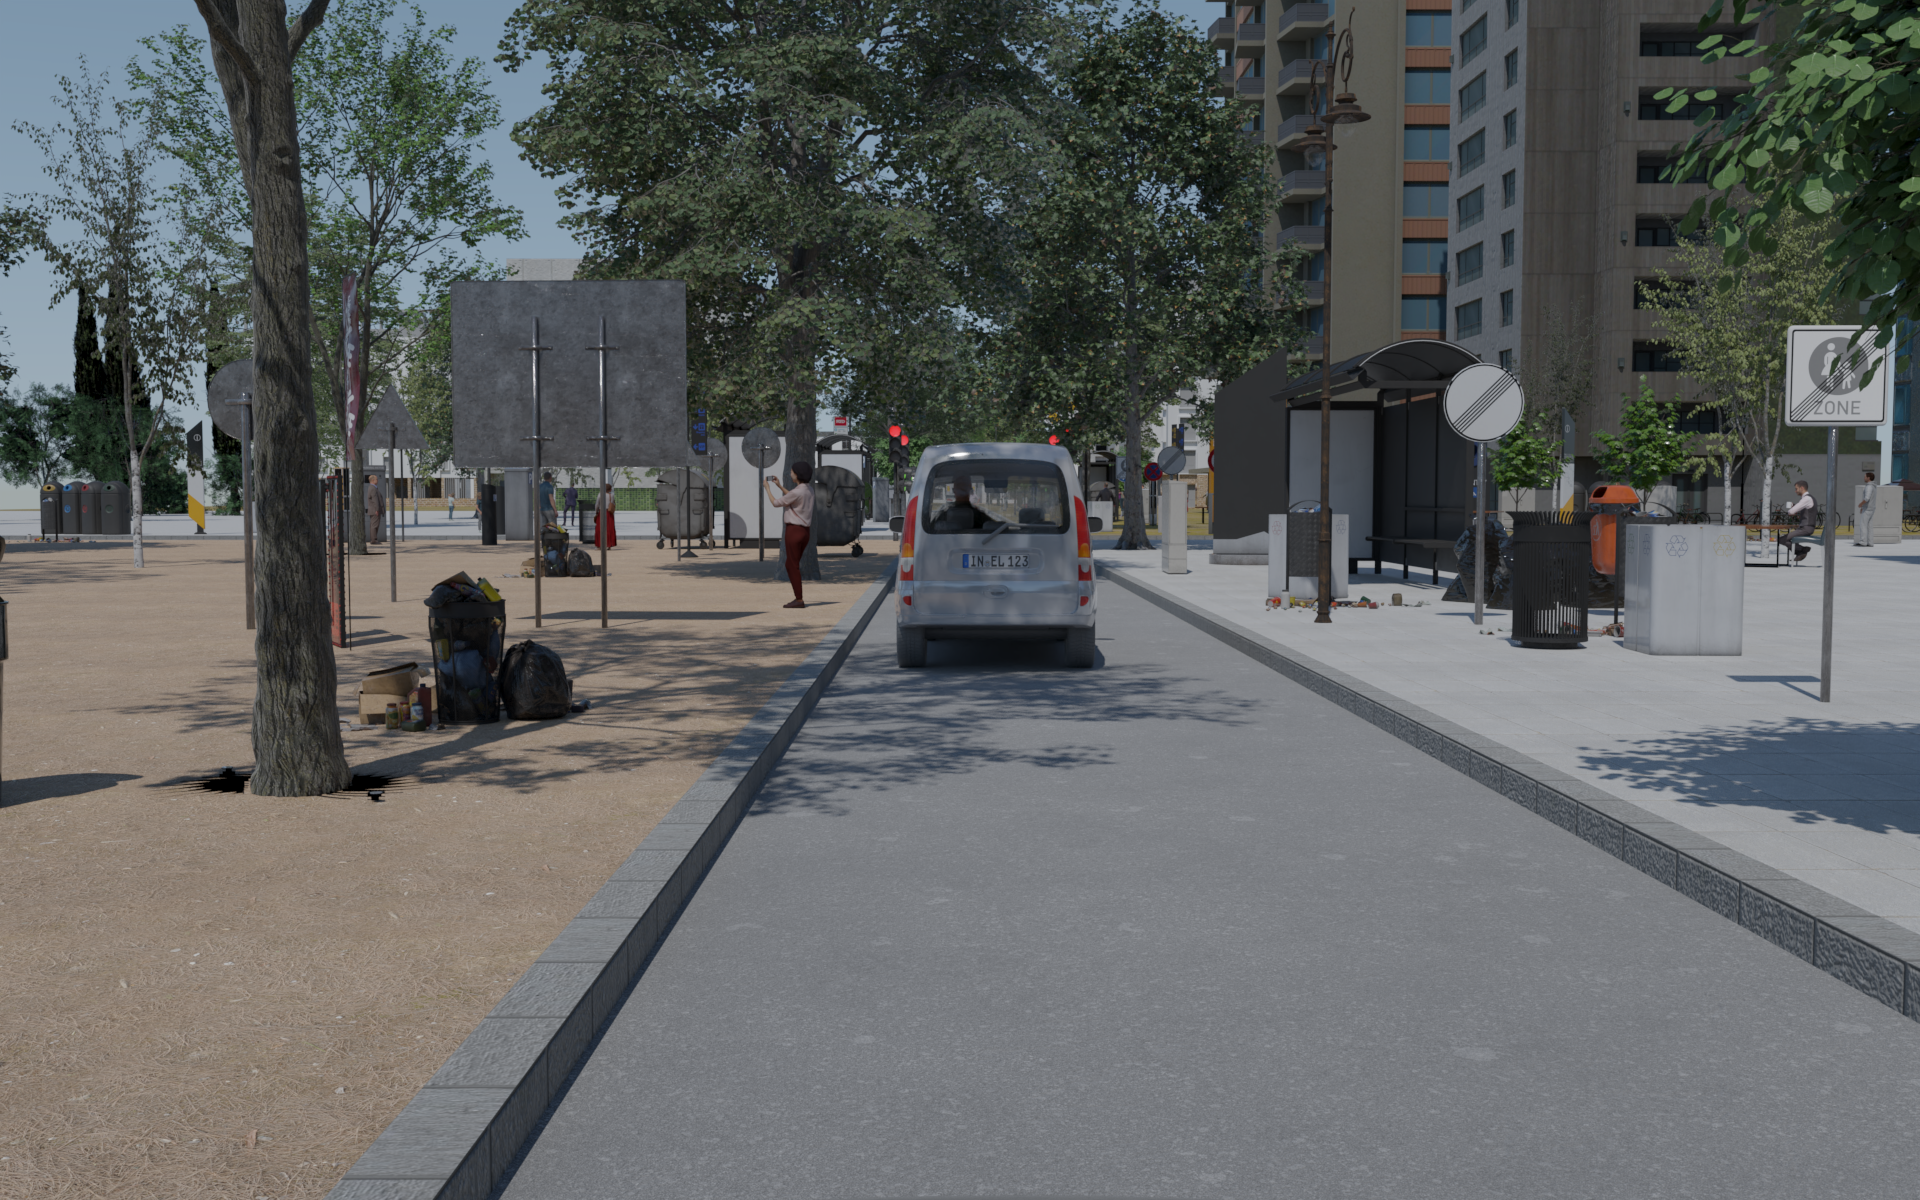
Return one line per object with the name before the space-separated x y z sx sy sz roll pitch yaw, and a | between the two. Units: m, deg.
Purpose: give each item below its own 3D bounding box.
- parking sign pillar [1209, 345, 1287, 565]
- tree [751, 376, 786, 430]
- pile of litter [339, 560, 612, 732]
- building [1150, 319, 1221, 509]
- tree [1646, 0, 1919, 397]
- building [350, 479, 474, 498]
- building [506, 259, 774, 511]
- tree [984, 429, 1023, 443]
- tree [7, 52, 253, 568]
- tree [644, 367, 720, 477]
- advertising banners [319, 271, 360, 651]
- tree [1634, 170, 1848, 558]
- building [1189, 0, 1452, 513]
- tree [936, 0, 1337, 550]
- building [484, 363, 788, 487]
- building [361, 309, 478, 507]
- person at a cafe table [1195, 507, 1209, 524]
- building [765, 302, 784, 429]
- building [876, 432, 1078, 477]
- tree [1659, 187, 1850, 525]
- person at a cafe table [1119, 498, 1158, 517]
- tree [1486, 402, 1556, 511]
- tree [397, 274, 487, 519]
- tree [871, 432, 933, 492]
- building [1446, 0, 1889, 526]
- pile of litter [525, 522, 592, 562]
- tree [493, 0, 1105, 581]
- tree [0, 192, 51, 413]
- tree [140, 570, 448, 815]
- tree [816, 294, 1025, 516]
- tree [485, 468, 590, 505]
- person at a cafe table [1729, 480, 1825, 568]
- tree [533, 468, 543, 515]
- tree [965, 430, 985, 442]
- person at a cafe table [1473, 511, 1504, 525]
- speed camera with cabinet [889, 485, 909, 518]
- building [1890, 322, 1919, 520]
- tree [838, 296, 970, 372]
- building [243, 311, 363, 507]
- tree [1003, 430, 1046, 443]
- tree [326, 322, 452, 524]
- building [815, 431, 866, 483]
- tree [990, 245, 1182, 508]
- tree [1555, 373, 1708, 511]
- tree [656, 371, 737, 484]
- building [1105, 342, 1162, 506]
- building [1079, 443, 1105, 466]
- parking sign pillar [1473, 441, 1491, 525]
parking sign pillar | 5.301 -2.644 31.706 1.447 3.967 1.447 1 4 9
tree | -13.003 -9.592 107.197 4.360 8.622 3.978 0 3 0
pile of litter | -2.941 0.248 9.908 1.719 0.858 1.176 -1 4 -20
building | 25.208 -18.230 154.473 16.016 20.091 11.380 0 4 0
tree | 4.223 -1.347 5.740 4.285 4.588 4.351 0 3 0
building | -66.145 -17.701 231.559 28.070 9.664 9.099 0 4 0
building | -25.671 -17.100 146.040 16.747 18.905 31.486 0 4 0
tree | 4.108 -10.718 125.607 4.737 8.622 4.395 0 3 0
tree | -14.055 -4.865 29.903 4.360 8.622 3.978 0 3 0
tree | -19.798 -12.582 123.834 7.486 12.596 7.792 0 3 0
advertising banners | -5.253 -1.122 14.533 0.090 3.025 2.074 -2 4 -30
tree | 16.059 -5.155 34.643 4.737 8.622 4.395 0 3 0
building | 26.792 -27.603 105.931 22.147 44.769 28.867 0 4 0
tree | 3.909 -7.507 39.745 9.611 12.733 9.660 0 3 0
building | -32.696 -19.437 184.258 31.486 18.905 16.747 0 4 0
building | -54.681 -20.018 183.719 11.380 20.091 16.016 0 4 0
person at a cafe table | 11.003 -3.895 74.539 1.698 1.238 1.726 0 4 5
building | -24.974 -19.020 167.399 16.016 20.091 11.380 0 4 0
building | 2.105 -17.769 232.670 28.070 9.664 9.099 0 4 0
tree | 18.662 -5.583 41.639 4.360 8.622 3.978 0 3 0
person at a cafe table | 9.219 -4.885 90.731 1.726 1.238 1.698 2 4 32
tree | 10.428 -2.315 32.458 1.663 3.219 1.824 0 3 0
tree | -24.829 -10.561 89.672 9.611 12.733 9.660 0 3 0
tree | -2.700 -6.020 82.141 4.285 4.588 4.351 0 3 0
building | 30.268 -18.616 76.074 14.107 30.474 14.160 0 4 0
pile of litter | -6.331 -0.793 26.932 1.719 0.858 1.176 0 4 2
tree | -2.455 -7.276 25.618 9.857 13.997 8.962 0 3 0
tree | -24.322 -7.302 36.391 9.611 12.733 9.660 0 3 0
tree | -3.037 -4.979 7.164 9.928 11.665 9.643 0 3 0
tree | -2.411 -8.413 71.968 8.767 10.594 7.601 2 4 30
tree | -24.010 -9.054 98.392 4.360 8.622 3.978 0 3 0
person at a cafe table | 14.471 -1.346 30.517 1.622 1.524 1.698 2 4 35
tree | -26.179 -12.090 108.040 12.009 13.543 11.850 0 3 0
tree | 3.159 -17.510 204.411 7.486 12.596 7.792 0 3 0
person at a cafe table | 16.764 -2.812 56.843 1.726 1.238 1.698 2 4 32
speed camera with cabinet | -2.913 -6.050 93.249 2.038 3.252 0.660 1 4 15
building | 60.541 -28.017 77.687 30.456 49.044 23.786 0 4 0
tree | -5.182 -18.728 162.095 12.611 20.169 13.585 0 3 0
building | -67.231 -20.028 183.876 11.380 20.091 16.016 0 4 0
tree | 3.402 -5.911 80.365 4.285 4.588 4.351 0 3 0
tree | -23.178 -7.500 72.994 4.737 8.622 4.395 0 3 0
building | -26.412 -17.753 232.402 28.070 9.664 9.099 0 4 0
tree | 4.988 -8.851 62.843 7.486 12.596 7.792 0 3 0
tree | 10.882 -2.034 27.851 1.663 3.219 1.824 0 3 0
tree | -15.642 -9.138 99.770 4.360 8.622 3.978 0 3 0
building | 24.845 -18.926 175.902 16.747 18.905 31.486 0 4 0
building | 31.867 -22.614 236.189 31.486 18.905 16.747 0 4 0
parking sign pillar | 17.219 -4.283 58.502 1.447 3.967 1.447 -1 4 -9
